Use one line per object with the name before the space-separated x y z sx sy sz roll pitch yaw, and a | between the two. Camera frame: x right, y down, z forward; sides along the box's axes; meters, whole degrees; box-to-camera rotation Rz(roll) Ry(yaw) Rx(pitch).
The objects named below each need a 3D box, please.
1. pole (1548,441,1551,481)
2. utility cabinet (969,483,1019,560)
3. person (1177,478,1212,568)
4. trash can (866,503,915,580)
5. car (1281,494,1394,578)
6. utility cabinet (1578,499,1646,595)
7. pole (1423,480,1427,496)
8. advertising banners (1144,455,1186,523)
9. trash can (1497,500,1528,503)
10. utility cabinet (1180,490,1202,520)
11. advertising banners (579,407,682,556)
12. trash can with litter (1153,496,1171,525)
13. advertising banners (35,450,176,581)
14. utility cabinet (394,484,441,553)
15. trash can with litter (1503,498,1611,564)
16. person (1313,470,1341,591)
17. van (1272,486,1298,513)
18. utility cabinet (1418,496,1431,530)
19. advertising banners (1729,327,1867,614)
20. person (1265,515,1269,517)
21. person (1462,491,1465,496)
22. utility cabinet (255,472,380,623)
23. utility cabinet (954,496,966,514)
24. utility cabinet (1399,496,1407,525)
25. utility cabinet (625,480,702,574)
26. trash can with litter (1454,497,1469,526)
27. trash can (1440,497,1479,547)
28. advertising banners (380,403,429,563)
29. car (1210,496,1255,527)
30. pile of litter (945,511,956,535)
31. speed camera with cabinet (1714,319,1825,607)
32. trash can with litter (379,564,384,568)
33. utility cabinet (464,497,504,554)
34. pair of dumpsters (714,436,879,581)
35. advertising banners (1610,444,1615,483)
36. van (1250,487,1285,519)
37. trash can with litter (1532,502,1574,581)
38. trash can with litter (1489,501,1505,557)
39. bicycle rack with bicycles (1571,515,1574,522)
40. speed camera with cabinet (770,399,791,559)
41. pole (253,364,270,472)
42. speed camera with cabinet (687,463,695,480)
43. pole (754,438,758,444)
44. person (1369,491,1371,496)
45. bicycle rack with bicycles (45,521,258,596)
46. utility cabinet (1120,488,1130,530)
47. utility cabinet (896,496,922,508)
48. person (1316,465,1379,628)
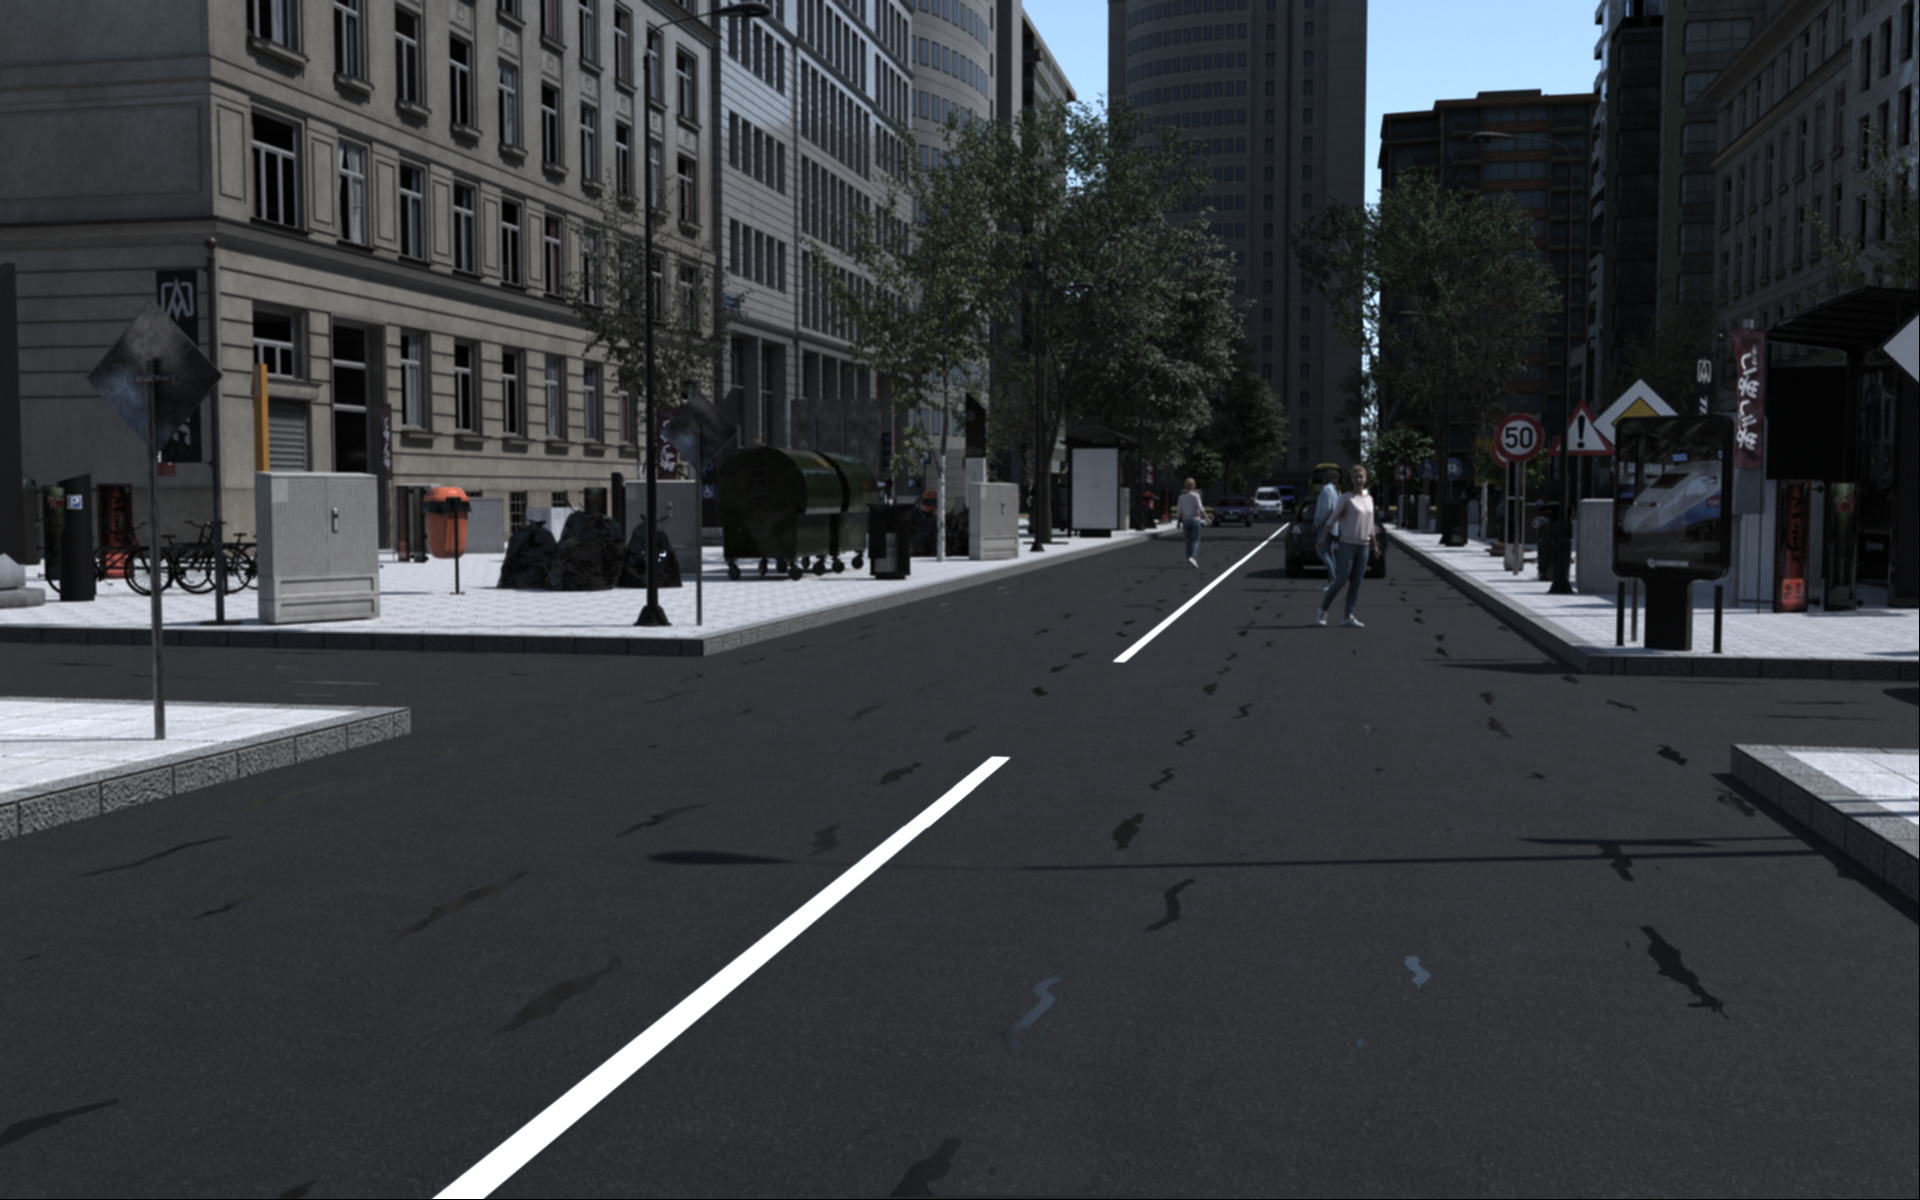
pole | 22.439 -4.422 66.136 0.158 3.312 0.155 0 3 0
utility cabinet | 0.672 -1.533 33.747 0.318 1.500 1.173 3 5 41
person | 4.527 -1.492 33.568 0.731 1.740 0.598 1 4 18
trash can | -1.051 -0.881 26.058 0.748 1.137 0.748 0 3 0
car | 6.761 -1.302 31.071 2.009 1.686 4.222 1 4 13
utility cabinet | 8.471 -0.673 22.163 1.020 1.237 0.306 2 4 33
pole | 22.758 -5.564 84.808 0.158 3.312 0.155 0 3 0
advertising banners | 9.127 -4.913 76.511 2.074 3.025 0.090 0 4 3
trash can | 13.858 -1.947 43.481 0.748 1.137 0.748 0 3 0
utility cabinet | 11.398 -4.692 85.392 1.173 1.500 0.318 -2 4 -34
advertising banners | -6.610 -2.365 34.848 2.074 3.025 0.090 0 4 -1
trash can with litter | 8.061 -3.812 73.387 1.678 1.210 2.233 -3 4 -38
advertising banners | -12.788 -1.831 26.121 2.074 3.025 0.090 -3 4 -38
utility cabinet | -11.788 -1.771 37.631 1.173 1.500 0.318 2 4 32
trash can with litter | 11.108 -1.301 32.330 2.233 1.210 1.678 0 4 1
person | 5.491 -1.039 25.749 0.793 1.790 0.793 0 4 -5
van | 24.502 -7.776 131.525 2.240 2.365 5.245 1 4 11
utility cabinet | 16.638 -3.112 62.041 0.306 1.237 1.020 2 4 24
advertising banners | 9.007 -1.374 18.649 2.074 3.025 0.090 -2 4 -24
person | 18.954 -5.859 107.534 0.697 1.427 0.421 0 4 7
person | 48.523 -9.613 166.616 0.436 1.711 0.756 1 4 18
utility cabinet | -6.431 -0.533 17.391 0.318 1.500 1.173 3 4 38
utility cabinet | 0.315 -3.296 65.043 1.020 1.237 0.306 -2 4 -25
utility cabinet | 18.508 -3.721 72.001 0.306 1.237 1.020 2 4 32
utility cabinet | -4.675 -1.140 27.321 1.173 1.500 0.318 -1 4 -11
trash can with litter | 19.920 -3.541 69.289 0.624 1.170 1.055 0 4 -8
trash can | 12.101 -1.876 42.326 0.748 1.137 0.748 0 3 0
advertising banners | -10.613 -2.252 33.005 0.090 3.025 2.074 -3 5 -40
car | 12.064 -3.921 76.694 1.945 1.354 3.894 1 4 11
pile of litter | -0.440 -1.808 43.531 1.719 0.858 1.176 -2 4 -29
speed camera with cabinet | 9.351 -1.585 20.258 2.038 3.252 0.660 -3 4 -37
trash can with litter | -10.807 -1.146 29.790 1.678 1.210 2.233 -1 4 -15
utility cabinet | -10.366 -1.602 37.348 1.020 1.237 0.306 -1 4 -16
pair of dumpsters | -2.556 -1.536 27.603 1.574 2.255 4.437 1 4 12
advertising banners | 17.032 -2.857 42.896 2.074 3.025 0.090 0 4 5
van | 18.174 -5.827 102.275 2.013 2.044 4.112 1 4 10
trash can with litter | 8.766 -0.880 25.781 0.624 1.170 1.055 1 4 10
trash can with litter | 11.317 -1.489 35.736 0.624 1.170 1.055 2 4 33
bicycle rack with bicycles | 25.076 -3.834 76.062 2.852 0.926 2.925 -1 4 -19
speed camera with cabinet | -3.439 -2.503 35.261 0.660 3.252 2.038 0 4 5
pole | -10.953 -2.040 27.194 0.158 3.312 0.155 0 3 0
speed camera with cabinet | -7.705 -3.474 51.136 0.660 3.252 2.038 -1 4 -10
pole | -7.423 -4.238 63.131 0.158 3.312 0.155 0 3 0
person | 39.210 -9.573 165.950 0.436 1.711 0.756 3 5 43
bicycle rack with bicycles | -9.923 -0.569 22.678 2.925 0.926 2.852 0 4 7
utility cabinet | 5.815 -3.227 61.443 0.318 1.500 1.173 1 4 12
utility cabinet | -1.261 -2.302 48.795 1.020 1.237 0.306 1 4 13
person | 4.092 -0.581 18.672 0.731 1.740 0.598 -3 4 -38
